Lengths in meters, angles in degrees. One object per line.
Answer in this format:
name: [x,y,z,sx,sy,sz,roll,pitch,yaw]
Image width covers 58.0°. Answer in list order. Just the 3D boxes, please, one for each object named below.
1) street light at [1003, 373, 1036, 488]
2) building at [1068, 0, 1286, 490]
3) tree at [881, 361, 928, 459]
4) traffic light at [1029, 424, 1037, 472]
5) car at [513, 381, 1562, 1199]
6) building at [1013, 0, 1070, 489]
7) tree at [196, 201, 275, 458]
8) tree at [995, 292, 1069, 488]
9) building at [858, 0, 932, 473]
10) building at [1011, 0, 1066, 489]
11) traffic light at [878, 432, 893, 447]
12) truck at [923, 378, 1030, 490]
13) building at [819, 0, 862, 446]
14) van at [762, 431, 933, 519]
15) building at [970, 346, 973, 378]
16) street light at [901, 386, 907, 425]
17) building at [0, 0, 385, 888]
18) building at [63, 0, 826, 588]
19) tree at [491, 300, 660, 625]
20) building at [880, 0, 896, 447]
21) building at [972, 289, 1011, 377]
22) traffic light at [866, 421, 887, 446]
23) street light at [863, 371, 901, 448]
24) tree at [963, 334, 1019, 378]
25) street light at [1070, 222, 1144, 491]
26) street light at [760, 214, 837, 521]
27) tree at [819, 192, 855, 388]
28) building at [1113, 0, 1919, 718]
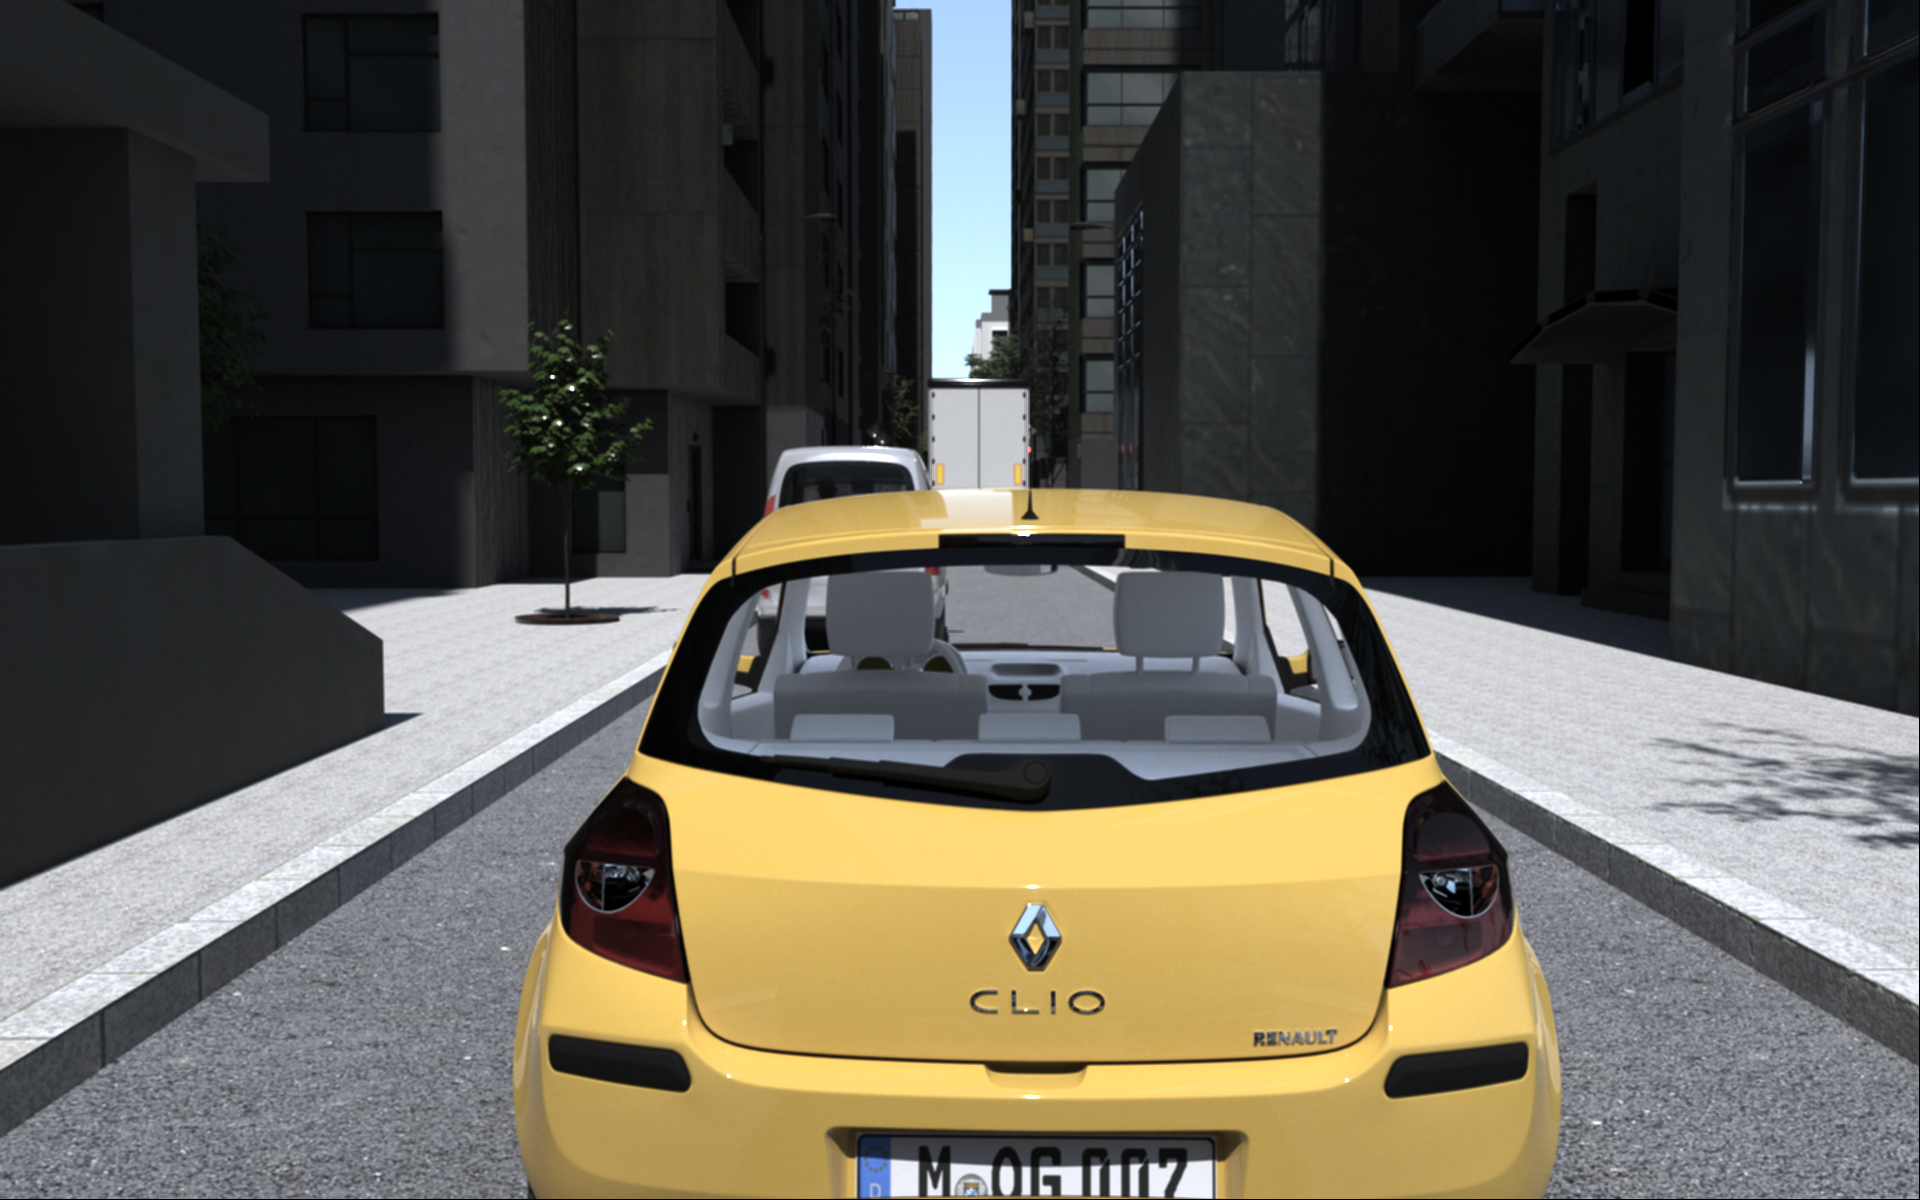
street light: [2.327,-5.739,66.371,1.470,5.913,1.316,0,4,0]
building: [10.213,-22.534,52.028,14.154,41.232,14.086,0,4,0]
tree: [-4.332,-8.825,94.656,4.737,8.622,4.395,0,3,0]
traffic light: [2.521,-4.738,66.386,0.839,4.253,0.868,0,4,0]
car: [0.159,0.354,4.439,2.015,1.641,3.980,0,4,1]
building: [14.975,-24.177,87.169,23.993,40.220,32.217,0,4,0]
tree: [-8.479,-2.030,16.906,4.285,4.588,4.351,0,3,0]
tree: [3.423,-6.879,62.839,4.360,8.622,3.978,0,3,0]
building: [-9.356,-28.020,141.717,14.154,41.232,14.086,0,4,0]
building: [12.467,-42.795,137.958,20.563,71.187,20.611,0,4,0]
traffic light: [-3.239,-5.223,74.312,0.839,4.253,0.868,0,4,0]
truck: [0.367,-3.582,47.476,2.839,4.237,11.283,0,4,-1]
building: [-14.036,-37.723,55.021,20.611,71.187,20.563,0,4,0]
van: [-0.960,-0.587,16.606,2.013,2.044,4.112,0,4,0]
building: [9.833,-21.028,210.267,16.747,18.905,31.486,0,4,0]
street light: [-3.099,-6.242,74.599,1.470,5.913,1.316,0,4,0]
building: [-19.210,-18.920,1.224,32.217,40.220,23.993,0,4,0]
building: [-9.810,-15.712,28.592,14.160,30.474,14.107,0,4,0]
tree: [-3.838,-1.396,17.432,1.663,3.219,1.824,0,3,0]
building: [-17.850,-31.944,111.527,28.713,52.752,27.495,0,4,0]
building: [9.255,-18.901,165.444,16.016,20.091,11.380,0,4,0]
traffic light: [-3.180,-4.734,66.328,0.839,4.253,0.868,0,4,0]
street light: [-3.093,-5.684,65.481,1.470,5.913,1.316,0,4,0]
tree: [3.041,-12.499,122.491,7.486,12.596,7.792,0,3,0]
street light: [2.577,-3.501,29.779,1.470,5.913,1.316,0,4,0]
street light: [-2.748,-3.445,28.868,1.470,5.913,1.316,0,4,0]
tree: [-4.333,-5.478,39.925,4.360,8.622,3.978,0,3,0]
building: [14.561,-43.217,19.264,22.319,86.520,31.000,0,4,0]
